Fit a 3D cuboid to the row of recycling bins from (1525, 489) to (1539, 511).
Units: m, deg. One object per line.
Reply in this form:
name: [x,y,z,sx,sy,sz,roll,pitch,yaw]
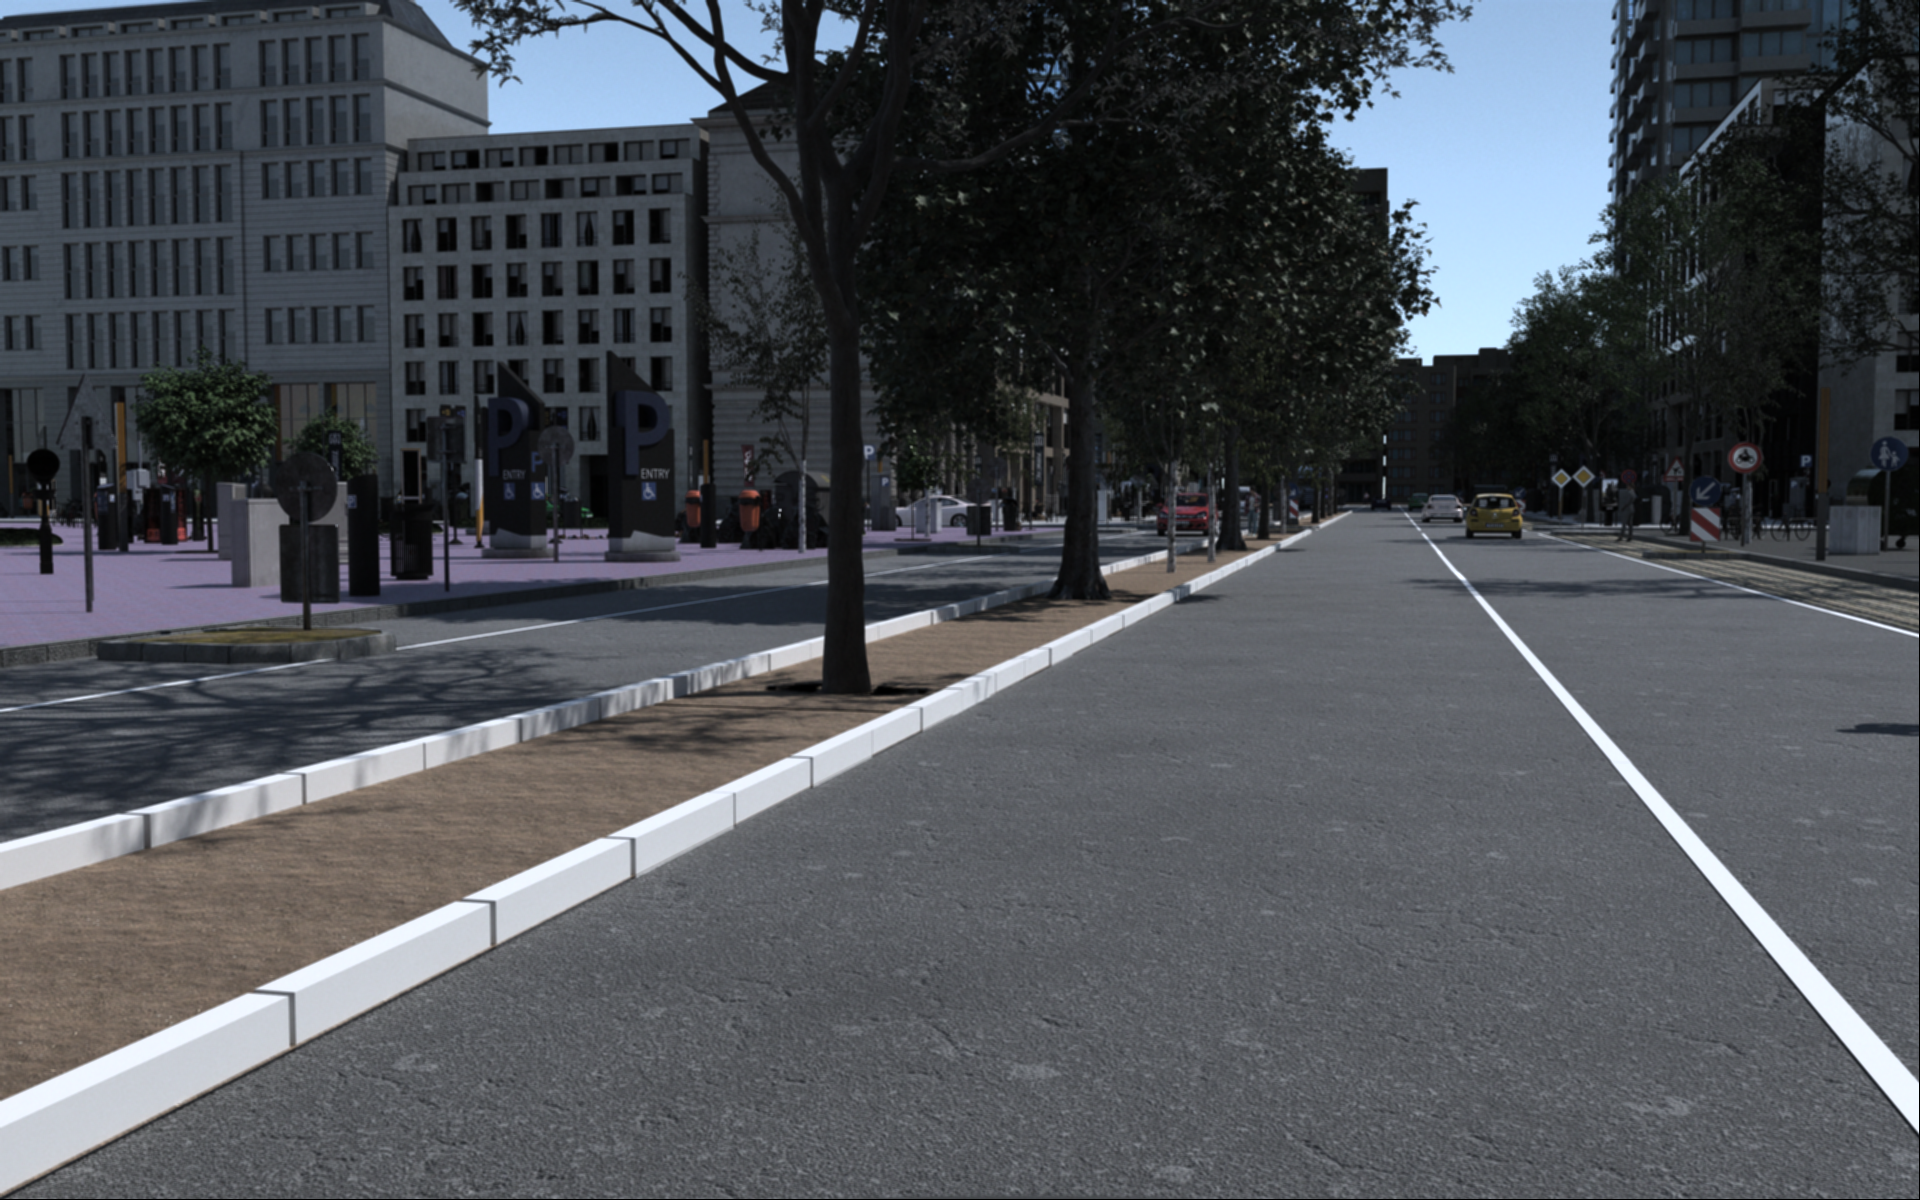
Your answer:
row of recycling bins: [42.948,-7.488,129.536,1.069,1.692,3.534,1,4,11]

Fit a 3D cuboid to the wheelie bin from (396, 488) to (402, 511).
wheelie bin: [-25.613,-4.418,80.150,0.693,1.594,0.980,1,4,15]

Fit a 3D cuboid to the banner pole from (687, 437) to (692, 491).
banner pole: [-11.827,-5.257,75.964,0.401,3.779,0.863,0,4,3]

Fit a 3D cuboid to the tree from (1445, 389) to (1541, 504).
tree: [41.452,-11.880,128.654,7.601,10.594,8.767,2,4,34]

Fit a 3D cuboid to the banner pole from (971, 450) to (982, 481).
banner pole: [0.881,-6.587,97.716,0.863,3.779,0.401,-2,4,-26]

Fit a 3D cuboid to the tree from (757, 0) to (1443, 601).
tree: [1.684,-6.363,23.508,9.611,12.733,9.660,0,3,0]

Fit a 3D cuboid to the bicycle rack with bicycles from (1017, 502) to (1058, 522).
bicycle rack with bicycles: [3.398,-4.008,78.905,2.852,0.926,2.925,0,4,4]

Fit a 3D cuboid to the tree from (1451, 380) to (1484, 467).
tree: [28.366,-9.295,77.723,9.928,11.665,9.643,0,3,0]

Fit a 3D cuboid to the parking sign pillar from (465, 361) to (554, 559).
parking sign pillar: [-8.905,-2.833,34.797,1.447,3.967,1.447,3,4,37]

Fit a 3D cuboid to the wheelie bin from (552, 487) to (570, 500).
wheelie bin: [-18.454,-4.420,80.182,0.693,1.594,0.980,3,4,36]

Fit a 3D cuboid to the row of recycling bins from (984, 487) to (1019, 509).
row of recycling bins: [1.911,-5.367,94.869,1.069,1.692,3.534,3,5,42]

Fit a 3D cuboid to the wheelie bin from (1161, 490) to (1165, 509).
wheelie bin: [16.006,-7.901,137.089,0.693,1.594,0.980,-2,4,-25]

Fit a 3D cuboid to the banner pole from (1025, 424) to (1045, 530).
banner pole: [2.701,-4.392,61.827,0.863,3.779,0.401,-3,5,-39]

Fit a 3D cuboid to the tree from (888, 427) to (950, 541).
tree: [-1.309,-3.222,47.277,1.663,3.219,1.824,0,3,0]

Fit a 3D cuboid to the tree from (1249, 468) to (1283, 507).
tree: [34.847,-12.960,195.608,4.285,4.588,4.351,0,3,0]

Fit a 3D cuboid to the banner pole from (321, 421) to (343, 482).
banner pole: [-21.595,-4.248,59.469,0.863,3.779,0.401,0,4,-1]

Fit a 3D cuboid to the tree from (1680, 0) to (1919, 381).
tree: [16.014,-5.653,26.841,8.767,10.594,7.601,0,4,6]

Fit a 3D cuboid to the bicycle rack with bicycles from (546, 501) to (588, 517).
bicycle rack with bicycles: [-20.110,-4.534,87.521,2.852,0.926,2.925,0,4,5]

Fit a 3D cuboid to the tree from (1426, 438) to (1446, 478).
tree: [62.293,-17.114,214.232,8.767,10.594,7.601,0,4,-3]

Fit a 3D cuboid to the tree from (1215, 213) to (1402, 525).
tree: [14.134,-10.058,73.560,9.857,13.997,8.962,0,3,0]

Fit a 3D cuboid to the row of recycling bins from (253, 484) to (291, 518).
row of recycling bins: [-26.770,-3.854,70.128,3.534,1.692,1.069,-1,4,-10]

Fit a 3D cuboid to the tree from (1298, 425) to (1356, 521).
tree: [19.088,-8.516,92.052,4.360,8.622,3.978,0,3,0]

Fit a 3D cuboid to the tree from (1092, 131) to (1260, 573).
tree: [3.876,-4.805,31.390,4.360,8.622,3.978,0,3,0]

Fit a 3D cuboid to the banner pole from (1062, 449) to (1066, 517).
banner pole: [5.732,-6.453,95.522,0.401,3.779,0.863,1,4,15]

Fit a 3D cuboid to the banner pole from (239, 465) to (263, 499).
banner pole: [-20.672,-3.708,50.649,0.863,3.779,0.401,-3,5,-39]

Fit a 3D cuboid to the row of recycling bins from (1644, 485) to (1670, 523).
row of recycling bins: [30.944,-4.291,77.271,1.069,1.692,3.534,1,4,14]

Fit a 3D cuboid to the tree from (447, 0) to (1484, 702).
tree: [-0.823,-6.060,11.900,12.009,13.543,11.850,0,3,0]

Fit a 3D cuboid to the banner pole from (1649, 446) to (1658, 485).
banner pole: [36.235,-6.154,90.640,0.401,3.779,0.863,-1,4,-15]

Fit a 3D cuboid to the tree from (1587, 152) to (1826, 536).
tree: [22.336,-7.759,52.621,9.928,11.665,9.643,0,3,0]

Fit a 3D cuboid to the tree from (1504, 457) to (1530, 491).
tree: [47.069,-12.107,148.315,4.737,8.622,4.395,0,3,0]

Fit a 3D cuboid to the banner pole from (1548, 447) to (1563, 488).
banner pole: [31.707,-6.244,92.107,0.863,3.779,0.401,2,4,28]

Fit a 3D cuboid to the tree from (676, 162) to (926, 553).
tree: [-3.655,-5.332,37.534,4.360,8.622,3.978,0,3,0]

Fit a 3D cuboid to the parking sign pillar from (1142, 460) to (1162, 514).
parking sign pillar: [12.110,-7.425,109.869,1.447,3.967,1.447,0,4,-6]

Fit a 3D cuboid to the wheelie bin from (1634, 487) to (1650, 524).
wheelie bin: [29.216,-4.079,74.606,0.980,1.594,0.693,-3,4,-36]

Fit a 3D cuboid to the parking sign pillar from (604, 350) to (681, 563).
parking sign pillar: [-6.072,-2.725,33.023,1.447,3.967,1.447,3,5,40]

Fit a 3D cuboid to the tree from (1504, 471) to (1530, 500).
tree: [39.426,-7.804,122.200,1.663,3.219,1.824,0,3,0]

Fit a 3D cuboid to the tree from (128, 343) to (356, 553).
tree: [-16.473,-3.322,38.033,4.285,4.588,4.351,0,3,0]

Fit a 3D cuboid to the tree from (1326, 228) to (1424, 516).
tree: [22.633,-15.456,111.053,12.611,20.169,13.585,0,3,0]

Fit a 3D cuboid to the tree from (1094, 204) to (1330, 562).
tree: [5.260,-5.077,35.827,4.737,8.622,4.395,0,3,0]

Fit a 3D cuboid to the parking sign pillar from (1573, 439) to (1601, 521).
parking sign pillar: [30.487,-5.834,83.864,1.447,3.967,1.447,0,4,-8]

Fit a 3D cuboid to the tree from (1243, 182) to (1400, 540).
tree: [9.530,-7.659,53.430,9.928,11.665,9.643,0,3,0]

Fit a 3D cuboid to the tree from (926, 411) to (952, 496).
tree: [-1.261,-7.652,75.473,4.360,8.622,3.978,0,3,0]

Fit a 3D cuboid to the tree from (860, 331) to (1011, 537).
tree: [-0.961,-6.170,51.235,4.737,8.622,4.395,0,3,0]

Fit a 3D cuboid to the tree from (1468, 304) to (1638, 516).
tree: [34.648,-11.258,101.075,9.611,12.733,9.660,0,3,0]

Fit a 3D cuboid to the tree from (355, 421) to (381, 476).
tree: [-23.040,-4.889,63.649,4.285,4.588,4.351,0,3,0]

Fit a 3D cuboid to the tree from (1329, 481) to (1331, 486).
tree: [11.411,-6.598,60.700,4.737,8.622,4.395,0,3,0]

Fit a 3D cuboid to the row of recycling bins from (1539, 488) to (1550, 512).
row of recycling bins: [42.930,-7.214,125.069,1.069,1.692,3.534,1,4,8]

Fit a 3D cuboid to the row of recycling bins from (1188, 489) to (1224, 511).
row of recycling bins: [19.084,-7.722,133.364,3.534,1.692,1.069,3,5,39]

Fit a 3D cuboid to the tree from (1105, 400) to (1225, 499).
tree: [11.987,-11.244,101.966,7.486,12.596,7.792,0,3,0]

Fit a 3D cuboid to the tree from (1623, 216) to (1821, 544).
tree: [20.216,-5.769,44.684,4.360,8.622,3.978,0,3,0]

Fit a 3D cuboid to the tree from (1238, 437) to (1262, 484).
tree: [19.918,-13.265,135.017,7.486,12.596,7.792,0,3,0]

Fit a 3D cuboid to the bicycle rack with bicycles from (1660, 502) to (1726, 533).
bicycle rack with bicycles: [24.557,-2.620,56.213,2.852,0.926,2.925,-1,4,-9]

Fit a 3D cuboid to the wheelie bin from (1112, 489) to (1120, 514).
wheelie bin: [9.704,-6.272,110.461,0.693,1.594,0.980,0,4,6]

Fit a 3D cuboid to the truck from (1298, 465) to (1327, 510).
truck: [33.777,-10.803,166.386,2.967,4.110,18.799,1,4,12]

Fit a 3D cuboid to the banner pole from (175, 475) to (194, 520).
banner pole: [-38.167,-5.845,85.585,0.863,3.779,0.401,1,4,15]

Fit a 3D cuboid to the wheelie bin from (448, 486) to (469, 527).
wheelie bin: [-19.729,-3.679,68.068,0.980,1.594,0.693,1,4,20]

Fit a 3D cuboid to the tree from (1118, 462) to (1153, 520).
tree: [8.716,-5.534,85.090,1.663,3.219,1.824,0,3,0]
